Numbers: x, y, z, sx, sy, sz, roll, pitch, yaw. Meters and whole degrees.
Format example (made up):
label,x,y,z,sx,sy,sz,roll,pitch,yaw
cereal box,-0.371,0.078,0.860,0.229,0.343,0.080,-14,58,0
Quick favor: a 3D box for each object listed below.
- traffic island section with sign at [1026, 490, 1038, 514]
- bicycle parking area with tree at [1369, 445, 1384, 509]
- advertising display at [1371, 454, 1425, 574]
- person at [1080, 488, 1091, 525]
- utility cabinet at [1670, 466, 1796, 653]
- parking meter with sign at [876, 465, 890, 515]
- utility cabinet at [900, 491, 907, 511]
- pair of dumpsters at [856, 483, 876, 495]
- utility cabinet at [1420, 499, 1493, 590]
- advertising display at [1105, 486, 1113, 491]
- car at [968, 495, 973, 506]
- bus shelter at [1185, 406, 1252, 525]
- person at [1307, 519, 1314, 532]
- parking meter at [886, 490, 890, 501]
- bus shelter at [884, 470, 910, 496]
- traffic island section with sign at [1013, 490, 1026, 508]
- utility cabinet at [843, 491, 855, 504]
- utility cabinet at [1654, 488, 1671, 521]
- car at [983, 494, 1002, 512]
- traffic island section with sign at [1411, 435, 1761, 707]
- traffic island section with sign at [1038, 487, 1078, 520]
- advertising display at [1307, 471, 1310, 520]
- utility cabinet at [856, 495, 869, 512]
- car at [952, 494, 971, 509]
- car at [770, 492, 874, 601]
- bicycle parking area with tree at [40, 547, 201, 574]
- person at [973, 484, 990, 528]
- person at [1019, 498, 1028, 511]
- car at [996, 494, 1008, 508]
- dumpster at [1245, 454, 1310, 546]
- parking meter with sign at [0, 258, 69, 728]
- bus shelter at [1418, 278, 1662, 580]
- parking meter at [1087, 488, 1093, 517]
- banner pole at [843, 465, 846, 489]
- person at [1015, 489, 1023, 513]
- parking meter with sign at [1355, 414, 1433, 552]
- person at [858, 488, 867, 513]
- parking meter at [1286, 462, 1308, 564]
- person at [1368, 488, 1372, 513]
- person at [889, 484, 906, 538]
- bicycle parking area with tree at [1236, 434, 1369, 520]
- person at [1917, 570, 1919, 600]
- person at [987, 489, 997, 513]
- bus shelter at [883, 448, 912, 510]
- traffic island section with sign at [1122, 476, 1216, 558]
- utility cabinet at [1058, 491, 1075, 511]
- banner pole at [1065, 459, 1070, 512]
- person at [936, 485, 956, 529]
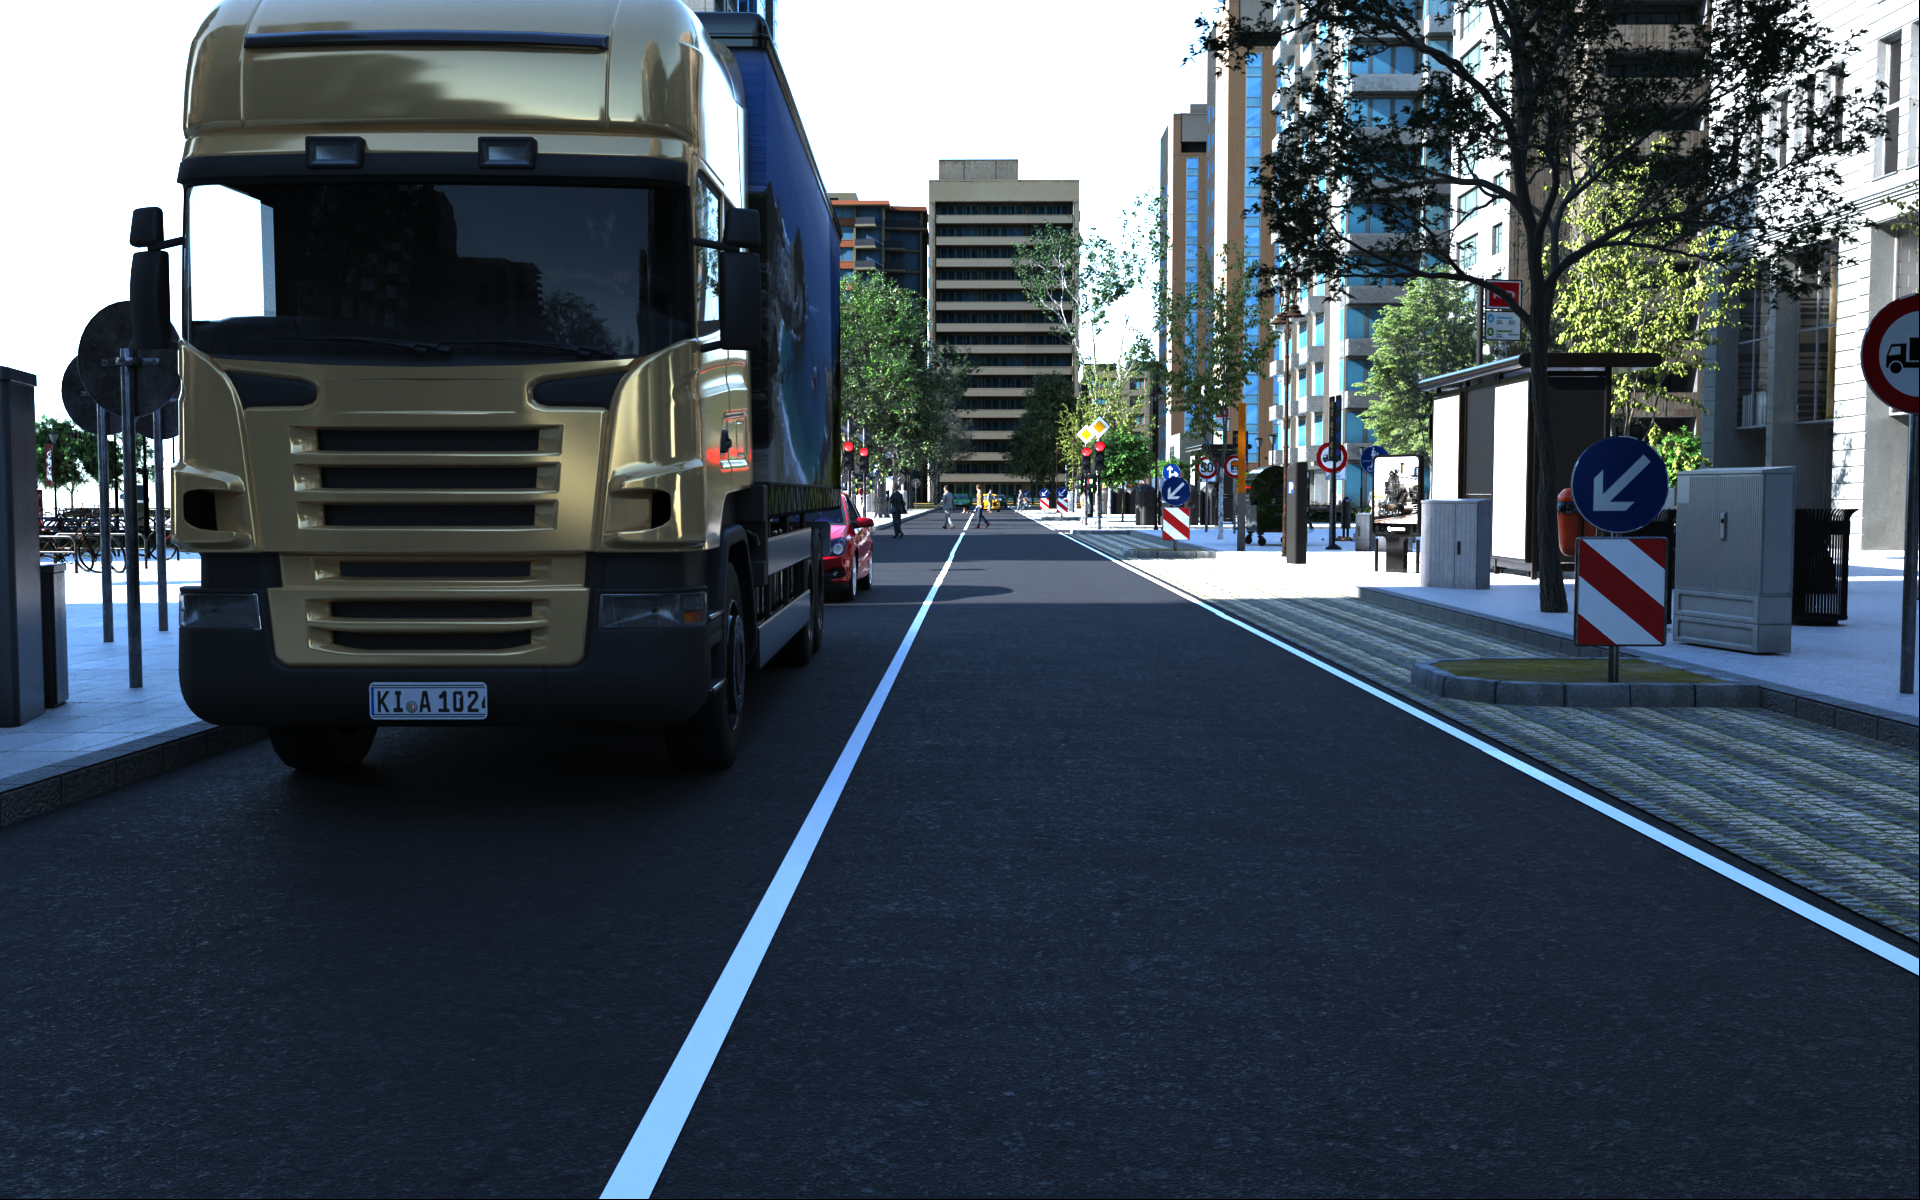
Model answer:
label,x,y,z,sx,sy,sz,roll,pitch,yaw
traffic island section with sign,5.832,-6.952,122.299,1.989,1.847,2.006,0,4,1
bicycle parking area with tree,24.579,-7.096,103.025,9.016,4.147,8.231,1,4,15
advertising display,7.138,-1.410,28.265,0.123,1.923,0.974,-3,4,-36
person,5.517,-4.096,76.470,0.512,1.701,0.522,2,4,33
utility cabinet,6.362,-0.344,14.297,0.318,1.500,1.173,-1,4,-10
parking meter with sign,-4.639,-6.489,102.349,0.543,3.016,1.738,1,4,18
utility cabinet,-4.033,-6.531,115.458,0.318,1.500,1.173,-3,5,-41
pair of dumpsters,-7.375,-8.429,140.305,1.574,2.255,4.437,0,4,1
utility cabinet,6.770,-0.766,23.688,0.306,1.237,1.020,-2,4,-32
advertising display,10.376,-7.008,119.788,0.123,1.923,0.974,-3,5,-45
car,0.657,-12.251,212.884,1.945,1.354,3.894,0,4,3
bus shelter,11.234,-6.062,76.753,2.179,5.291,8.768,0,4,1
person,11.576,-3.184,58.125,0.620,1.820,0.660,-1,4,-17
parking meter,-4.539,-6.030,106.998,0.372,1.533,0.369,0,3,0
bus shelter,-4.962,-8.521,133.233,2.014,3.302,5.546,0,4,1
traffic island section with sign,6.521,-10.075,173.355,1.989,1.847,2.006,0,4,1
utility cabinet,-7.662,-6.568,116.068,1.173,1.500,0.318,0,4,-1
utility cabinet,23.748,-3.065,58.800,1.173,1.500,0.318,-2,4,-31
car,2.363,-7.914,139.624,2.015,1.641,3.980,0,4,0
traffic island section with sign,4.374,-0.238,12.511,1.989,1.847,2.006,0,4,1
traffic island section with sign,5.473,-5.304,95.346,1.989,1.847,2.006,0,4,1
advertising display,8.898,-2.481,45.773,0.974,1.923,0.123,-3,5,-42
utility cabinet,-6.847,-6.773,121.905,1.020,1.237,0.306,3,5,40
car,0.066,-9.569,165.257,1.959,1.807,4.718,0,4,2
car,-2.259,-0.955,24.648,2.155,1.783,4.494,0,4,2
bicycle parking area with tree,-16.484,-2.736,31.729,9.016,4.147,8.231,2,4,24
person,0.878,-3.931,72.686,0.836,1.842,0.656,-2,4,-26
person,5.344,-7.889,142.981,0.738,1.151,1.012,-2,4,-31
car,4.090,-10.535,184.048,2.131,1.459,4.920,0,4,1
dumpster,7.875,-2.507,43.487,1.502,2.255,1.985,0,4,1
parking meter with sign,-5.448,-0.823,9.712,0.543,3.016,1.738,-1,4,-16
bus shelter,9.408,-3.202,29.978,2.179,5.291,8.768,0,4,1
parking meter,7.219,-5.542,96.325,0.255,1.863,0.399,-2,4,-24
banner pole,-7.170,-6.967,103.935,0.863,3.779,0.401,2,4,25
person,4.584,-7.684,134.403,0.573,1.790,0.520,1,4,14
parking meter with sign,9.647,-2.572,38.314,1.738,3.016,0.543,2,4,31
person,-6.692,-6.856,118.119,0.580,1.828,0.573,-3,4,-39
parking meter,6.198,-1.601,31.888,0.255,1.863,0.399,-1,4,-16
person,25.698,-6.170,107.671,0.466,1.731,0.760,-3,5,-41
person,-2.016,-2.908,56.463,0.534,1.772,0.576,1,4,17
bicycle parking area with tree,15.349,-6.062,86.109,9.016,4.147,8.231,1,4,16
person,11.872,-0.888,20.898,0.599,1.781,0.374,2,4,32
person,2.375,-7.636,133.470,0.853,1.813,0.709,2,4,28
bus shelter,-5.152,-10.018,141.426,2.179,5.291,8.768,0,4,1
traffic island section with sign,4.724,-1.886,39.464,1.989,1.847,2.006,0,4,1
utility cabinet,7.768,-7.194,126.302,1.173,1.500,0.318,1,4,23
banner pole,7.673,-8.259,125.053,0.401,3.779,0.863,-1,4,-9
person,-0.513,-3.811,71.077,0.850,1.792,0.678,3,5,40
